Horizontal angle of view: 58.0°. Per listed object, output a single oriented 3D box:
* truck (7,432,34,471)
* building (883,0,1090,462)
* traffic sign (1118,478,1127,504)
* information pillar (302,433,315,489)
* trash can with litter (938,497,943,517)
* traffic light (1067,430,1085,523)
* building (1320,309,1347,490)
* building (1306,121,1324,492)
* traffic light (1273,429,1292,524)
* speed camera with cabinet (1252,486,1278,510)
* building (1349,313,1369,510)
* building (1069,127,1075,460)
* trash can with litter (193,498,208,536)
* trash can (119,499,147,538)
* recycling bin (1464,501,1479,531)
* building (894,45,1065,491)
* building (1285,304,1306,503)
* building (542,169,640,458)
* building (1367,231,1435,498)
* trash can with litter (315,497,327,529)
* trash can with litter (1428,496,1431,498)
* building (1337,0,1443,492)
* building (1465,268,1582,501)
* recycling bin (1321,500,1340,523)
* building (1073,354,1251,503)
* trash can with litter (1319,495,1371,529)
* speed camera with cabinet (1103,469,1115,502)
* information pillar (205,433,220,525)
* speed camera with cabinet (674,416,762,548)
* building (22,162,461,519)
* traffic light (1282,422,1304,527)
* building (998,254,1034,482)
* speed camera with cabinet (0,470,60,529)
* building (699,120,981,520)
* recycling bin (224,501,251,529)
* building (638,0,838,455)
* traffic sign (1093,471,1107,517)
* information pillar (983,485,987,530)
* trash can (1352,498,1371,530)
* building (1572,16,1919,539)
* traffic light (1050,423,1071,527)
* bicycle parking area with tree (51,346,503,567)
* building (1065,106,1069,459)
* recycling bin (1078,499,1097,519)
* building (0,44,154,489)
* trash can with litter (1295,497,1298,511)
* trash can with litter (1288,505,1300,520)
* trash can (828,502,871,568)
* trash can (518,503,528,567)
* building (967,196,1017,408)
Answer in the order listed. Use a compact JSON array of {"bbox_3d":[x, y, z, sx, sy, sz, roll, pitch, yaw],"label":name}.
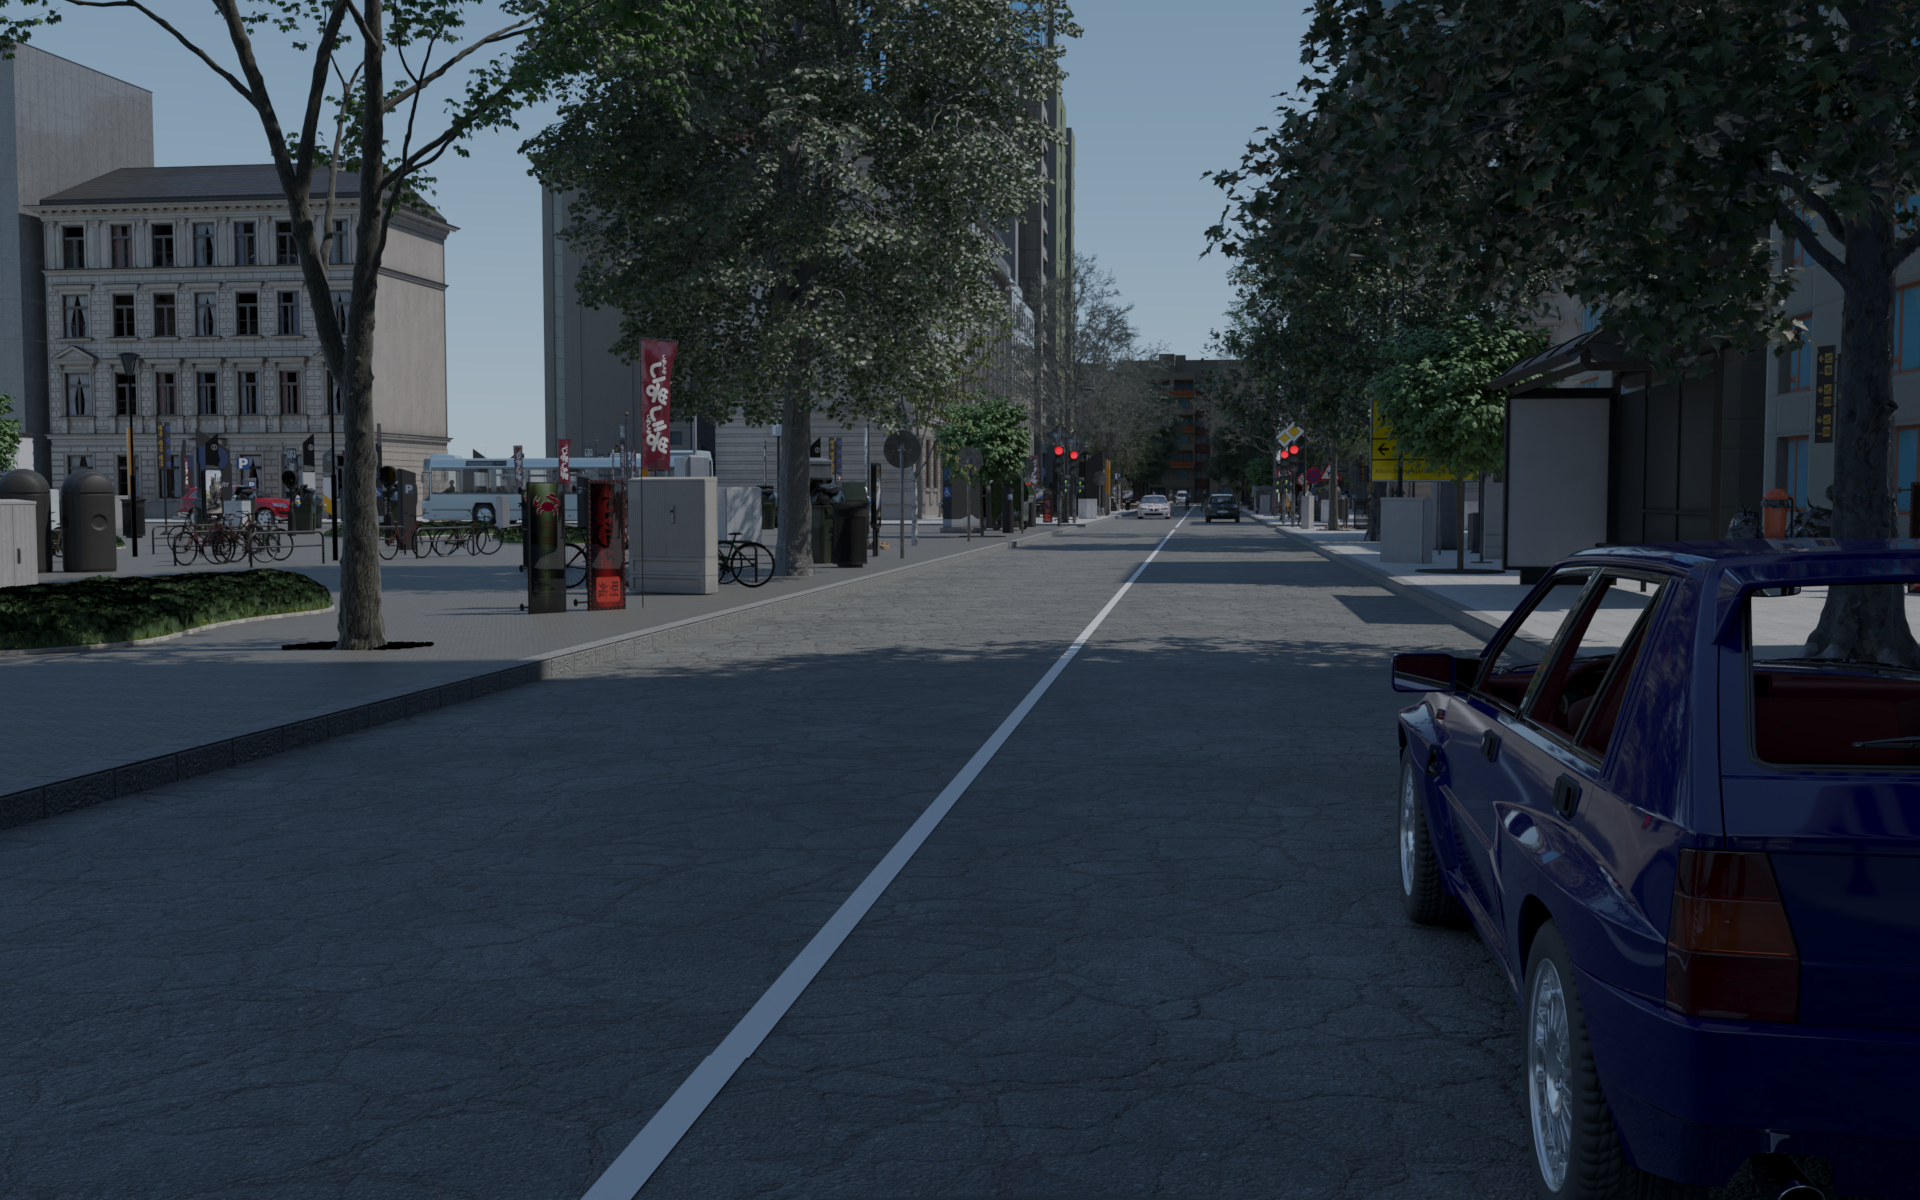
[{"bbox_3d":[-48.213,-5.520,79.157,11.283,4.237,2.839,0,4,7],"label":"truck"},{"bbox_3d":[-0.469,-54.783,208.369,31.000,86.520,22.319,0,4,8],"label":"building"},{"bbox_3d":[12.675,-8.258,135.122,0.768,2.556,0.104,1,4,9],"label":"traffic sign"},{"bbox_3d":[-24.928,-4.586,66.337,0.183,3.616,0.504,3,5,41],"label":"information pillar"},{"bbox_3d":[-0.421,-4.029,77.263,0.624,1.170,1.055,3,5,43],"label":"trash can with litter"},{"bbox_3d":[5.039,-5.325,75.988,0.839,4.253,0.868,0,4,8],"label":"traffic light"},{"bbox_3d":[46.389,-32.740,185.410,14.600,45.320,14.200,0,4,8],"label":"building"},{"bbox_3d":[51.980,-35.407,202.602,21.300,48.544,21.600,0,4,8],"label":"building"},{"bbox_3d":[13.965,-5.249,74.749,0.839,4.253,0.868,0,4,8],"label":"traffic light"},{"bbox_3d":[24.527,-8.863,139.250,2.038,3.252,0.660,3,4,36],"label":"speed camera with cabinet"},{"bbox_3d":[37.938,-19.521,137.195,12.078,24.808,19.932,0,4,8],"label":"building"},{"bbox_3d":[4.940,-30.891,188.658,14.154,41.232,14.086,0,4,8],"label":"building"},{"bbox_3d":[-22.820,-2.511,52.442,0.624,1.170,1.055,-3,4,-38],"label":"trash can with litter"},{"bbox_3d":[-24.151,-2.383,50.620,0.748,1.137,0.748,0,3,0],"label":"trash can"},{"bbox_3d":[17.994,-2.966,61.045,0.722,1.027,0.722,-1,4,-9],"label":"recycling bin"},{"bbox_3d":[1.740,-29.138,159.995,14.154,41.232,14.086,0,4,8],"label":"building"},{"bbox_3d":[59.788,-36.251,247.326,28.867,44.769,22.147,0,4,8],"label":"building"},{"bbox_3d":[-43.651,-32.783,219.595,14.086,41.232,14.154,0,4,8],"label":"building"},{"bbox_3d":[35.236,-20.267,117.271,13.634,28.700,20.117,0,4,8],"label":"building"},{"bbox_3d":[-23.726,-3.194,63.614,0.624,1.170,1.055,0,3,0],"label":"trash can with litter"},{"bbox_3d":[22.431,-4.374,82.575,1.678,1.210,2.233,-3,5,-42],"label":"trash can with litter"},{"bbox_3d":[47.335,-33.190,162.259,23.786,49.044,30.456,0,4,8],"label":"building"},{"bbox_3d":[35.278,-15.165,84.108,21.152,22.565,11.583,0,4,8],"label":"building"},{"bbox_3d":[16.237,-3.874,75.896,0.722,1.027,0.722,1,4,21],"label":"recycling bin"},{"bbox_3d":[31.322,-25.070,254.926,28.899,21.520,27.650,0,4,8],"label":"building"},{"bbox_3d":[14.629,-3.351,65.840,1.678,1.210,2.233,0,4,1],"label":"trash can with litter"},{"bbox_3d":[11.849,-8.809,138.370,0.660,3.252,2.038,-1,4,-10],"label":"speed camera with cabinet"},{"bbox_3d":[-28.517,-4.572,66.100,0.504,3.616,0.183,-2,4,-31],"label":"information pillar"},{"bbox_3d":[-5.788,-2.882,41.464,2.038,3.252,0.660,-2,4,-33],"label":"speed camera with cabinet"},{"bbox_3d":[-38.456,-14.048,94.305,19.286,19.102,10.561,0,4,8],"label":"building"},{"bbox_3d":[12.849,-4.766,66.842,0.839,4.253,0.868,0,4,8],"label":"traffic light"},{"bbox_3d":[-0.084,-17.353,138.471,10.420,20.320,16.860,0,4,8],"label":"building"},{"bbox_3d":[-32.809,-4.067,60.831,2.038,3.252,0.660,0,4,1],"label":"speed camera with cabinet"},{"bbox_3d":[-5.936,-15.861,95.487,11.583,22.565,21.152,0,4,8],"label":"building"},{"bbox_3d":[-26.985,-3.189,64.700,0.722,1.027,0.722,0,4,3],"label":"recycling bin"},{"bbox_3d":[-26.469,-47.380,212.907,20.611,71.187,20.563,0,4,8],"label":"building"},{"bbox_3d":[7.773,-5.889,96.393,0.768,2.556,0.104,1,4,14],"label":"traffic sign"},{"bbox_3d":[0.731,-3.460,61.055,0.304,2.012,0.304,3,4,37],"label":"information pillar"},{"bbox_3d":[14.445,-3.092,62.200,0.748,1.137,0.748,0,3,0],"label":"trash can"},{"bbox_3d":[32.105,-12.002,41.264,27.650,21.520,28.899,0,4,8],"label":"building"},{"bbox_3d":[3.924,-4.842,68.081,0.839,4.253,0.868,0,4,8],"label":"traffic light"},{"bbox_3d":[-14.352,-2.898,34.384,8.231,4.147,9.016,3,4,36],"label":"bicycle parking area with tree"},{"bbox_3d":[3.048,-30.001,174.114,14.154,41.232,14.086,0,4,8],"label":"building"},{"bbox_3d":[6.601,-4.712,89.593,0.722,1.027,0.722,-2,4,-31],"label":"recycling bin"},{"bbox_3d":[-57.989,-17.103,97.650,19.932,24.808,12.078,0,4,8],"label":"building"},{"bbox_3d":[24.921,-7.141,128.149,1.055,1.170,0.624,-2,4,-27],"label":"trash can with litter"},{"bbox_3d":[17.418,-4.675,87.494,1.678,1.210,2.233,2,4,28],"label":"trash can with litter"},{"bbox_3d":[-1.925,-1.140,30.288,0.748,1.137,0.748,0,3,0],"label":"trash can"},{"bbox_3d":[-7.010,-1.060,28.981,0.748,1.137,0.748,0,3,0],"label":"trash can"},{"bbox_3d":[-4.042,-16.915,118.358,13.314,21.916,24.055,0,4,8],"label":"building"}]
